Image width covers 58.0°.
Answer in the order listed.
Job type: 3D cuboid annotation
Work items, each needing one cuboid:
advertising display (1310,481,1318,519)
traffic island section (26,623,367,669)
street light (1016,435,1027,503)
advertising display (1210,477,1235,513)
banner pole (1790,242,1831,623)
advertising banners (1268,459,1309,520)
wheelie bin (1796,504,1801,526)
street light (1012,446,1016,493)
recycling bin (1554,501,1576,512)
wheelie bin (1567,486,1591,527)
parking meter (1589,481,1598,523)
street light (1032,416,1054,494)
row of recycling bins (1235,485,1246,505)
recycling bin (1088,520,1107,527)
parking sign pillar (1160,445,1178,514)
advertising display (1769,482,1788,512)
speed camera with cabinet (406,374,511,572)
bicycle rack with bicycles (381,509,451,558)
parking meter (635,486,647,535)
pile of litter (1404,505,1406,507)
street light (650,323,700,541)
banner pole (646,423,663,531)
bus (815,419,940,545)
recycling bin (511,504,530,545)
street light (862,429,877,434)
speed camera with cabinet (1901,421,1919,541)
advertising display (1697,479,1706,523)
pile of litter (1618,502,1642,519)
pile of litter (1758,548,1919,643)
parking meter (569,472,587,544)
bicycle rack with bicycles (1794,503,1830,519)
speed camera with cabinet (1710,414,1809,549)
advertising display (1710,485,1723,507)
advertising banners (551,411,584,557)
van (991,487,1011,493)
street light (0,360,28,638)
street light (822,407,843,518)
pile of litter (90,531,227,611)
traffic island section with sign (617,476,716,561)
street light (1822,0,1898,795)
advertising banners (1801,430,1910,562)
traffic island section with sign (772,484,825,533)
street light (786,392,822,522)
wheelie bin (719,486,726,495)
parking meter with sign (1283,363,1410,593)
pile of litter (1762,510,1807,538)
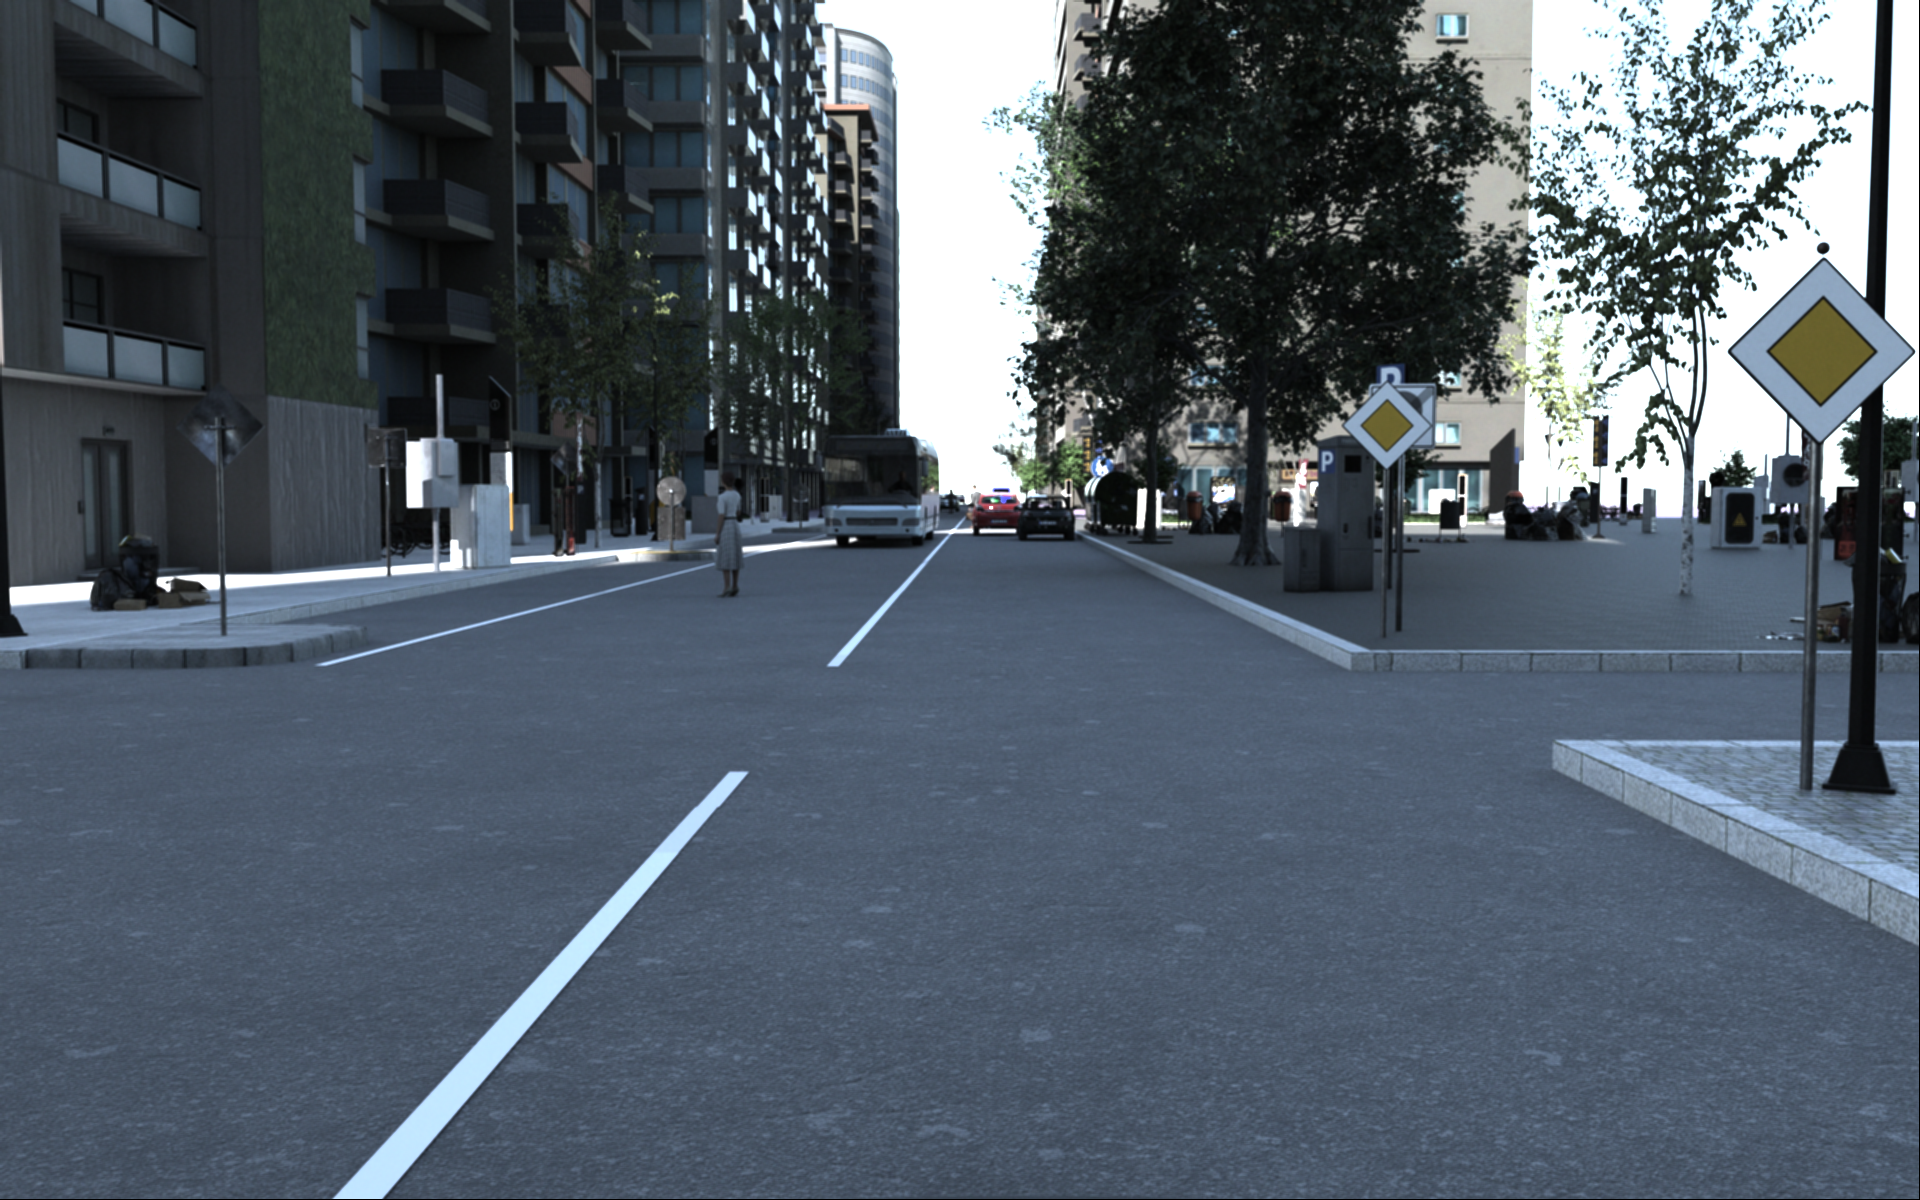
[{"bbox_3d":[18.137,-5.050,87.783,0.123,1.923,0.974,-2,4,-34],"label":"advertising display"},{"bbox_3d":[-6.681,0.404,15.670,2.009,0.180,2.903,0,4,1],"label":"traffic island section"},{"bbox_3d":[5.356,-9.959,135.364,1.470,5.913,1.316,0,4,1],"label":"street light"},{"bbox_3d":[9.681,-3.585,63.835,0.974,1.923,0.123,-1,4,-19],"label":"advertising display"},{"bbox_3d":[8.447,-1.655,17.082,0.401,3.779,0.863,2,4,29],"label":"banner pole"},{"bbox_3d":[16.300,-5.489,85.940,2.074,3.025,0.090,0,4,-8],"label":"advertising banners"},{"bbox_3d":[34.263,-3.790,69.874,0.980,1.594,0.693,-1,4,-12],"label":"wheelie bin"},{"bbox_3d":[5.782,-11.899,167.087,1.470,5.913,1.316,0,4,1],"label":"street light"},{"bbox_3d":[22.450,-3.172,64.417,0.722,1.027,0.722,0,4,2],"label":"recycling bin"},{"bbox_3d":[24.389,-3.689,68.225,0.693,1.594,0.980,-2,4,-29],"label":"wheelie bin"},{"bbox_3d":[28.178,-4.355,76.913,0.399,1.863,0.255,0,4,5],"label":"parking meter"},{"bbox_3d":[4.987,-7.983,103.055,1.470,5.913,1.316,0,4,1],"label":"street light"},{"bbox_3d":[13.545,-4.743,84.661,1.069,1.692,3.534,0,4,3],"label":"row of recycling bins"},{"bbox_3d":[5.451,-3.430,68.632,0.722,1.027,0.722,0,4,-2],"label":"recycling bin"},{"bbox_3d":[10.515,-6.145,88.935,1.447,3.967,1.447,3,4,37],"label":"parking sign pillar"},{"bbox_3d":[42.311,-5.163,89.632,0.974,1.923,0.123,1,4,9],"label":"advertising display"},{"bbox_3d":[-8.513,-2.148,29.453,0.660,3.252,2.038,1,4,23],"label":"speed camera with cabinet"},{"bbox_3d":[-12.149,-1.370,35.777,2.925,0.926,2.852,0,4,4],"label":"bicycle rack with bicycles"},{"bbox_3d":[-9.963,-2.794,54.095,0.372,1.533,0.369,0,3,0],"label":"parking meter"},{"bbox_3d":[21.196,-4.268,83.745,1.176,0.858,1.719,-3,5,-40],"label":"pile of litter"},{"bbox_3d":[-7.747,-4.565,47.171,1.470,5.913,1.316,0,4,1],"label":"street light"},{"bbox_3d":[-10.775,-4.332,60.840,0.863,3.779,0.401,-3,5,-42],"label":"banner pole"},{"bbox_3d":[-2.145,-3.439,51.079,2.948,3.499,13.247,0,4,2],"label":"bus"},{"bbox_3d":[-11.241,-1.896,43.553,0.722,1.027,0.722,0,4,-4],"label":"recycling bin"},{"bbox_3d":[-6.482,-9.286,124.371,1.470,5.913,1.316,0,4,1],"label":"street light"},{"bbox_3d":[25.285,-3.204,46.721,2.038,3.252,0.660,-1,4,-14],"label":"speed camera with cabinet"},{"bbox_3d":[32.832,-4.371,76.687,0.123,1.923,0.974,1,4,9],"label":"advertising display"},{"bbox_3d":[34.666,-4.571,88.701,1.176,0.858,1.719,-3,5,-43],"label":"pile of litter"},{"bbox_3d":[8.027,-0.080,15.279,1.719,0.858,1.176,3,4,37],"label":"pile of litter"},{"bbox_3d":[-9.806,-2.369,44.451,0.255,1.863,0.399,3,5,39],"label":"parking meter"},{"bbox_3d":[33.067,-3.231,66.217,2.852,0.926,2.925,0,4,4],"label":"bicycle rack with bicycles"},{"bbox_3d":[18.772,-2.831,40.624,2.038,3.252,0.660,0,4,2],"label":"speed camera with cabinet"},{"bbox_3d":[38.409,-5.037,87.563,0.974,1.923,0.123,0,4,-7],"label":"advertising display"},{"bbox_3d":[-8.129,-2.437,36.028,0.090,3.025,2.074,0,4,5],"label":"advertising banners"},{"bbox_3d":[3.737,-9.523,160.085,2.240,2.365,5.245,0,4,-1],"label":"van"},{"bbox_3d":[-8.084,-2.624,15.447,1.470,5.913,1.316,0,4,1],"label":"street light"},{"bbox_3d":[-6.923,-7.346,92.649,1.470,5.913,1.316,0,4,1],"label":"street light"},{"bbox_3d":[-9.132,-0.353,19.744,1.176,0.858,1.719,3,4,36],"label":"pile of litter"},{"bbox_3d":[-6.354,-1.794,37.954,1.989,1.847,2.006,0,4,1],"label":"traffic island section with sign"},{"bbox_3d":[3.392,-2.132,7.403,1.470,5.913,1.316,0,4,1],"label":"street light"},{"bbox_3d":[17.229,-2.281,33.476,0.090,3.025,2.074,-3,5,-44],"label":"advertising banners"},{"bbox_3d":[-5.946,-3.442,64.906,1.989,1.847,2.006,0,4,1],"label":"traffic island section with sign"},{"bbox_3d":[-7.229,-6.505,78.892,1.470,5.913,1.316,0,4,1],"label":"street light"},{"bbox_3d":[-9.867,-3.862,71.052,0.980,1.594,0.693,-2,4,-25],"label":"wheelie bin"},{"bbox_3d":[5.093,-1.632,22.947,1.738,3.016,0.543,-2,4,-29],"label":"parking meter with sign"},{"bbox_3d":[21.538,-1.916,45.292,1.719,0.858,1.176,2,4,29],"label":"pile of litter"}]
